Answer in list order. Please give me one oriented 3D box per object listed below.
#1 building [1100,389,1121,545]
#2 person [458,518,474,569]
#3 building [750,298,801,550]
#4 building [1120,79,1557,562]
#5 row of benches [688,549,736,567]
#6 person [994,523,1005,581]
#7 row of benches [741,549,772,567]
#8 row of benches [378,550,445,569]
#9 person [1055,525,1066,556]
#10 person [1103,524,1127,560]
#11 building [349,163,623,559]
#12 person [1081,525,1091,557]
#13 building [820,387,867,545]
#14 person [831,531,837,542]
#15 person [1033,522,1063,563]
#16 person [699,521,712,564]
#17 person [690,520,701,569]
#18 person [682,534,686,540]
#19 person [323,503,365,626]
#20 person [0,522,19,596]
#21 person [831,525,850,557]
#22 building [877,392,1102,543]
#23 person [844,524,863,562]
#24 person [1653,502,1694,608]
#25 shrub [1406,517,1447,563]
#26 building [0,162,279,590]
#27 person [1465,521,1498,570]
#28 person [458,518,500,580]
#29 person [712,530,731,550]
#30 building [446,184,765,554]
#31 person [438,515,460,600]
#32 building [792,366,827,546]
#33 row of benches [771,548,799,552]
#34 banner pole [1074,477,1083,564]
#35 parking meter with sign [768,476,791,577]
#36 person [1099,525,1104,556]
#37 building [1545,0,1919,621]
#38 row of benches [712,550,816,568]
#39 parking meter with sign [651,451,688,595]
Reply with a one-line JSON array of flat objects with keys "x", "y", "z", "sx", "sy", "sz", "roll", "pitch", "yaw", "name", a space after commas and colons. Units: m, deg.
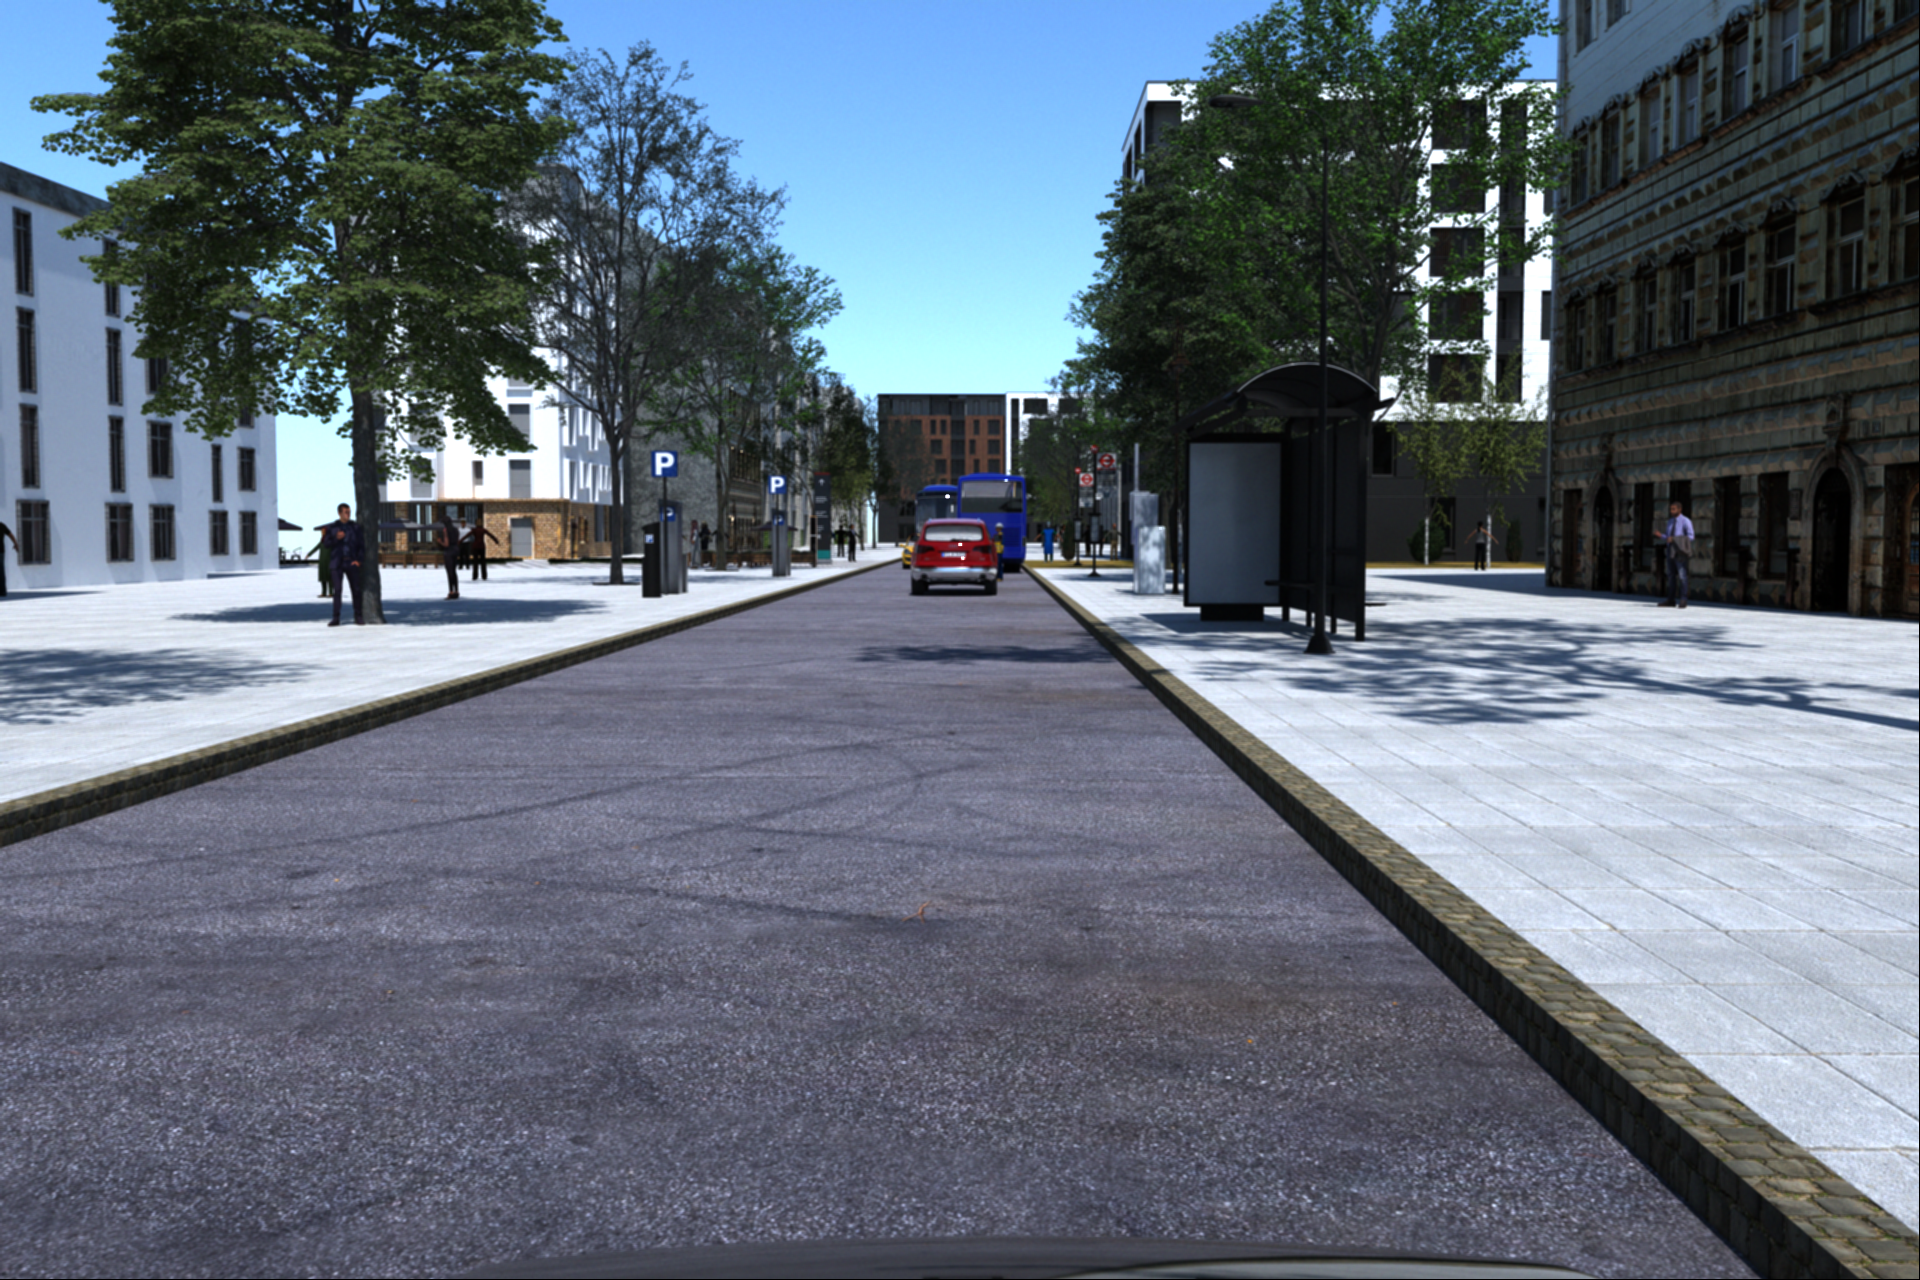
[{"x": 27.194, "y": -21.549, "z": 218.781, "sx": 16.747, "sy": 18.905, "sz": 31.486, "roll": 0, "pitch": 4, "yaw": 1, "name": "building"}, {"x": -17.968, "y": -3.480, "z": 62.694, "sx": 1.343, "sy": 1.855, "sz": 0.704, "roll": 0, "pitch": 4, "yaw": -5, "name": "person"}, {"x": -23.088, "y": -16.880, "z": 142.441, "sx": 16.747, "sy": 18.905, "sz": 31.486, "roll": 0, "pitch": 4, "yaw": 0, "name": "building"}, {"x": 22.570, "y": -15.329, "z": 94.600, "sx": 27.936, "sy": 21.610, "sz": 32.646, "roll": 0, "pitch": 4, "yaw": 1, "name": "building"}, {"x": -9.995, "y": -3.346, "z": 70.176, "sx": 1.422, "sy": 0.672, "sz": 4.104, "roll": 1, "pitch": 4, "yaw": 12, "name": "row of benches"}, {"x": 1.102, "y": -2.675, "z": 52.652, "sx": 0.721, "sy": 1.772, "sz": 1.216, "roll": -1, "pitch": 4, "yaw": -18, "name": "person"}, {"x": -8.116, "y": -3.354, "z": 70.293, "sx": 1.422, "sy": 0.672, "sz": 4.104, "roll": 1, "pitch": 4, "yaw": 9, "name": "row of benches"}, {"x": -21.005, "y": -3.036, "z": 65.101, "sx": 4.104, "sy": 0.672, "sz": 1.422, "roll": 1, "pitch": 4, "yaw": 22, "name": "row of benches"}, {"x": 6.000, "y": -5.721, "z": 99.679, "sx": 1.345, "sy": 1.843, "sz": 0.704, "roll": -2, "pitch": 4, "yaw": -30, "name": "person"}, {"x": 7.562, "y": -4.805, "z": 84.832, "sx": 1.348, "sy": 1.796, "sz": 0.705, "roll": -1, "pitch": 4, "yaw": -23, "name": "person"}, {"x": -25.072, "y": -14.274, "z": 89.804, "sx": 16.016, "sy": 20.090, "sz": 11.380, "roll": 0, "pitch": 3, "yaw": 0, "name": "building"}, {"x": 7.224, "y": -5.622, "z": 98.053, "sx": 0.704, "sy": 1.812, "sz": 1.346, "roll": 3, "pitch": 5, "yaw": 43, "name": "person"}, {"x": -21.458, "y": -21.850, "z": 223.706, "sx": 16.747, "sy": 18.905, "sz": 31.486, "roll": 0, "pitch": 4, "yaw": 1, "name": "building"}, {"x": -6.077, "y": -4.428, "z": 78.363, "sx": 1.349, "sy": 1.833, "sz": 0.705, "roll": -3, "pitch": 5, "yaw": -41, "name": "person"}, {"x": 3.949, "y": -4.349, "z": 77.233, "sx": 1.347, "sy": 1.817, "sz": 0.704, "roll": 1, "pitch": 4, "yaw": 13, "name": "person"}, {"x": -11.018, "y": -4.205, "z": 74.524, "sx": 0.705, "sy": 1.856, "sz": 1.354, "roll": -3, "pitch": 5, "yaw": -42, "name": "person"}, {"x": -9.801, "y": -3.527, "z": 63.812, "sx": 0.704, "sy": 1.811, "sz": 1.347, "roll": -1, "pitch": 4, "yaw": -11, "name": "person"}, {"x": -16.429, "y": -5.852, "z": 101.609, "sx": 0.705, "sy": 1.837, "sz": 1.347, "roll": 1, "pitch": 4, "yaw": 17, "name": "person"}, {"x": -8.614, "y": -1.057, "z": 24.244, "sx": 0.541, "sy": 1.710, "sz": 0.530, "roll": -1, "pitch": 4, "yaw": -9, "name": "person"}, {"x": -19.843, "y": -1.796, "z": 35.590, "sx": 0.705, "sy": 1.803, "sz": 1.348, "roll": 1, "pitch": 4, "yaw": 16, "name": "person"}, {"x": -6.709, "y": -5.584, "z": 97.478, "sx": 1.347, "sy": 1.806, "sz": 0.705, "roll": -1, "pitch": 4, "yaw": -12, "name": "person"}, {"x": 4.044, "y": -25.370, "z": 261.232, "sx": 32.646, "sy": 21.610, "sz": 27.936, "roll": 0, "pitch": 4, "yaw": -2, "name": "building"}, {"x": -4.934, "y": -4.487, "z": 80.090, "sx": 0.721, "sy": 1.740, "sz": 1.216, "roll": 3, "pitch": 5, "yaw": 42, "name": "person"}, {"x": 12.371, "y": -1.482, "z": 30.135, "sx": 0.599, "sy": 1.838, "sz": 0.709, "roll": -1, "pitch": 4, "yaw": -22, "name": "person"}, {"x": 20.556, "y": -4.423, "z": 76.359, "sx": 1.661, "sy": 2.075, "sz": 1.752, "roll": 0, "pitch": 3, "yaw": 0, "name": "shrub"}, {"x": -25.895, "y": -6.554, "z": 49.301, "sx": 9.099, "sy": 9.664, "sz": 28.070, "roll": 0, "pitch": 4, "yaw": 1, "name": "building"}, {"x": 18.421, "y": -3.328, "z": 61.220, "sx": 1.217, "sy": 1.737, "sz": 0.721, "roll": 3, "pitch": 4, "yaw": 38, "name": "person"}, {"x": -13.379, "y": -2.527, "z": 48.129, "sx": 1.215, "sy": 1.729, "sz": 0.721, "roll": -2, "pitch": 4, "yaw": -29, "name": "person"}, {"x": -13.326, "y": -5.477, "z": 95.772, "sx": 1.346, "sy": 1.802, "sz": 0.704, "roll": 0, "pitch": 4, "yaw": 5, "name": "person"}, {"x": -23.810, "y": -17.526, "z": 117.471, "sx": 19.493, "sy": 23.208, "sz": 18.063, "roll": 0, "pitch": 4, "yaw": 1, "name": "building"}, {"x": -10.009, "y": -1.615, "z": 33.920, "sx": 0.415, "sy": 1.643, "sz": 0.593, "roll": -1, "pitch": 4, "yaw": -20, "name": "person"}, {"x": -24.634, "y": -19.799, "z": 190.175, "sx": 16.747, "sy": 18.905, "sz": 31.486, "roll": 0, "pitch": 4, "yaw": 2, "name": "building"}, {"x": -7.851, "y": -3.730, "z": 76.453, "sx": 1.422, "sy": 0.672, "sz": 4.104, "roll": 0, "pitch": 4, "yaw": 7, "name": "row of benches"}, {"x": 5.157, "y": -5.203, "z": 75.078, "sx": 0.401, "sy": 3.779, "sz": 0.863, "roll": 0, "pitch": 4, "yaw": 0, "name": "banner pole"}, {"x": -5.427, "y": -3.439, "z": 52.485, "sx": 0.543, "sy": 3.016, "sz": 1.738, "roll": 0, "pitch": 4, "yaw": 1, "name": "parking meter with sign"}, {"x": 8.189, "y": -5.738, "z": 99.947, "sx": 0.705, "sy": 1.813, "sz": 1.348, "roll": 0, "pitch": 4, "yaw": -2, "name": "person"}, {"x": 23.312, "y": -12.311, "z": 32.214, "sx": 19.493, "sy": 23.208, "sz": 18.063, "roll": 0, "pitch": 4, "yaw": 1, "name": "building"}, {"x": -7.402, "y": -3.100, "z": 66.154, "sx": 4.104, "sy": 0.672, "sz": 1.422, "roll": -1, "pitch": 4, "yaw": -12, "name": "row of benches"}, {"x": -6.186, "y": -2.502, "z": 37.167, "sx": 0.543, "sy": 3.016, "sz": 1.738, "roll": 0, "pitch": 3, "yaw": 0, "name": "parking meter with sign"}]
